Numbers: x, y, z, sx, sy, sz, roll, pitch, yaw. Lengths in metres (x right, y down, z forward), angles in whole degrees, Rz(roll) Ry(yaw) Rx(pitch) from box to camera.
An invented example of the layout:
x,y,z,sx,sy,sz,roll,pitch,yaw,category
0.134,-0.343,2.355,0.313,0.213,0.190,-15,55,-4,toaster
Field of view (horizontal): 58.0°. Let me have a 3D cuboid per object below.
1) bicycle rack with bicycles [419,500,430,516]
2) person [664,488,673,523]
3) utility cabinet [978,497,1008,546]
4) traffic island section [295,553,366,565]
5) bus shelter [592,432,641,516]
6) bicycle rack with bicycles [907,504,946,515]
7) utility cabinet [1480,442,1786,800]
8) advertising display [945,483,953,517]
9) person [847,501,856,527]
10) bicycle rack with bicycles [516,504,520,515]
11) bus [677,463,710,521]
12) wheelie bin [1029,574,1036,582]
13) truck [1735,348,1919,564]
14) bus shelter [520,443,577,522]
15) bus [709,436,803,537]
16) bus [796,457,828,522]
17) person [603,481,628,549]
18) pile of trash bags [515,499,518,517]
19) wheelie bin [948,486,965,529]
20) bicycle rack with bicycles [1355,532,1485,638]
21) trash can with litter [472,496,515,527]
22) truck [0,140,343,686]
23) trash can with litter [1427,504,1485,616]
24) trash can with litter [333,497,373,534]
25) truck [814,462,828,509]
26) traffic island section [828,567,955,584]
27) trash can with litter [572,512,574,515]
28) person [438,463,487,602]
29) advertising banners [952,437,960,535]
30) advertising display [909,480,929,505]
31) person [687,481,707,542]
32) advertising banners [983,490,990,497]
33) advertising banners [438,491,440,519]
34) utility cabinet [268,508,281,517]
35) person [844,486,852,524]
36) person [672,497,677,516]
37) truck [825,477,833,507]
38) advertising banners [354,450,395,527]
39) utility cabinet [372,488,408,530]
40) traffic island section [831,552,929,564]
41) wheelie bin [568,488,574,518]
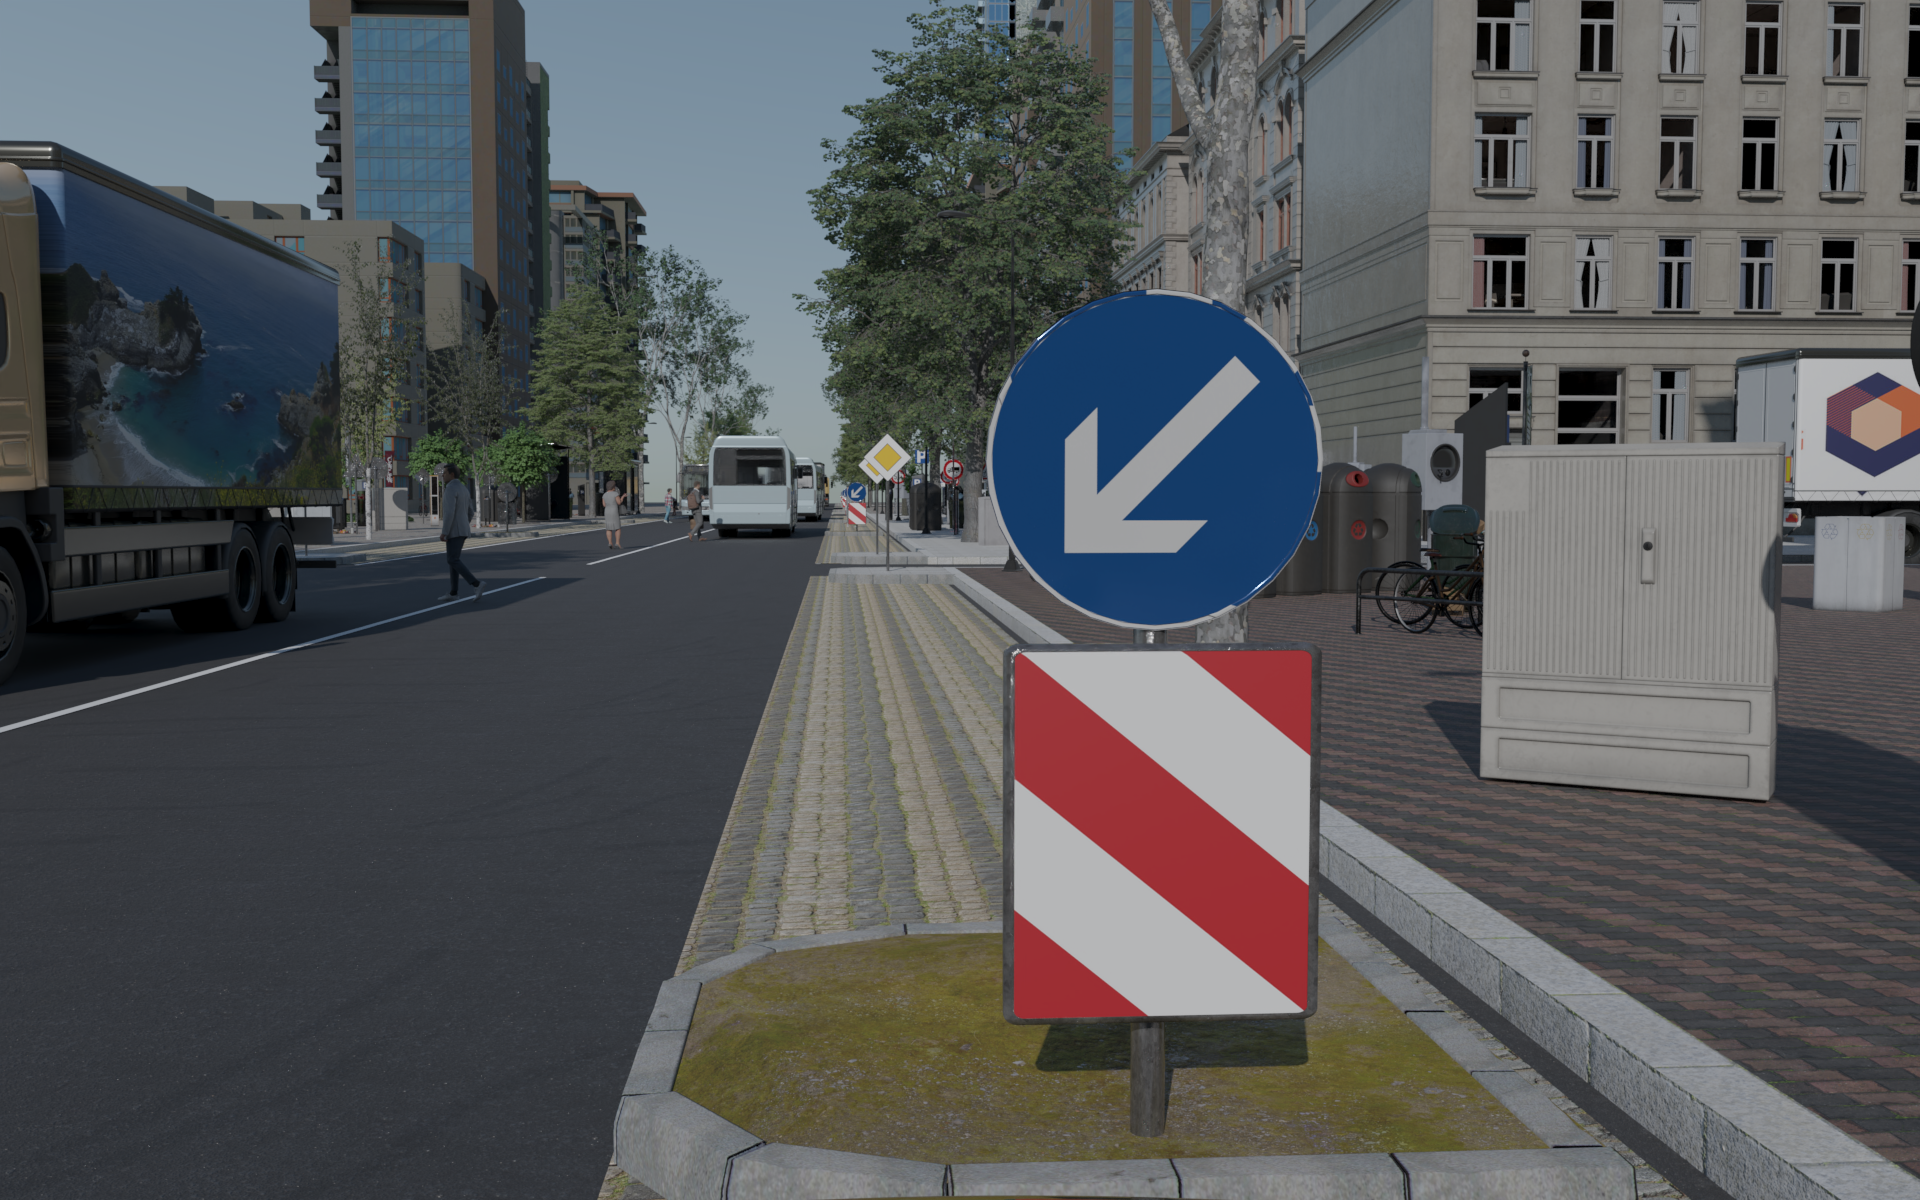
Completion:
x,y,z,sx,sy,sz,roll,pitch,yaw,category
-29.583,-5.249,99.207,2.852,0.926,2.925,-2,4,-28,bicycle rack with bicycles
-14.418,-4.659,85.514,0.643,1.720,0.563,-3,4,-36,person
0.941,-1.972,43.397,1.020,1.237,0.306,-3,4,-36,utility cabinet
-13.599,-0.838,35.979,2.009,0.180,2.903,0,4,-4,traffic island section
-20.827,-7.763,104.548,2.179,5.291,8.768,0,4,-4,bus shelter
-2.031,-5.659,105.911,2.925,0.926,2.852,-1,4,-10,bicycle rack with bicycles
2.892,0.072,7.500,1.173,1.500,0.318,2,4,30,utility cabinet
-0.596,-5.546,95.889,0.123,1.923,0.974,1,4,23,advertising display
-4.608,-3.754,74.127,0.590,1.304,0.306,3,5,44,person
-22.152,-4.712,90.423,2.925,0.926,2.852,-1,4,-9,bicycle rack with bicycles
-13.342,-6.127,95.043,2.948,3.499,13.247,0,4,-2,bus
1.392,-1.059,25.216,0.693,1.594,0.980,-1,4,-20,wheelie bin
21.549,-2.798,34.660,11.283,4.237,2.839,0,4,-3,truck
-19.579,-5.583,82.558,1.731,3.624,6.357,0,4,-4,bus shelter
-7.122,-4.057,61.188,2.948,3.499,13.247,0,4,-4,bus
-8.799,-6.031,93.467,2.948,3.499,13.247,0,4,-3,bus
-8.906,-2.211,45.004,0.716,1.782,0.532,2,4,26,person
-24.217,-5.393,97.929,1.912,1.369,3.447,-1,4,-14,pile of trash bags
-0.078,-3.462,64.508,0.693,1.594,0.980,-1,4,-21,wheelie bin
4.898,-0.153,15.879,2.852,0.926,2.925,-2,4,-35,bicycle rack with bicycles
-18.393,-3.445,67.386,1.678,1.210,2.233,-2,4,-31,trash can with litter
-8.512,-1.656,15.995,2.839,4.237,11.283,0,4,-4,truck
5.342,-0.440,18.584,0.624,1.170,1.055,1,4,18,trash can with litter
-20.189,-2.787,56.624,1.678,1.210,2.233,-2,4,-25,trash can with litter
-13.637,-10.331,157.823,2.839,4.237,11.283,0,4,-2,truck
-1.179,-0.401,28.836,2.009,0.180,2.903,0,4,-4,traffic island section
-23.353,-5.562,102.332,1.055,1.170,0.624,0,4,4,trash can with litter
-6.659,-0.905,23.147,0.795,1.843,0.661,1,4,11,person
-0.141,-3.558,54.368,0.090,3.025,2.074,0,4,5,advertising banners
-1.923,-4.652,81.274,0.974,1.923,0.123,-2,4,-28,advertising display
-7.982,-2.683,52.333,0.822,1.834,0.622,-3,5,-44,person
1.555,-3.776,57.918,2.074,3.025,0.090,3,5,44,advertising banners
-27.267,-5.771,90.539,0.090,3.025,2.074,-1,4,-18,advertising banners
-17.616,-2.159,43.975,1.173,1.500,0.318,-2,4,-30,utility cabinet
-5.265,-4.526,82.603,0.391,1.810,0.635,-2,4,-24,person
-18.698,-6.157,112.348,0.628,1.438,0.799,1,4,8,person
-16.359,-12.456,199.579,3.469,3.379,9.791,0,4,-4,truck
-23.252,-4.446,68.872,0.090,3.025,2.074,2,4,31,advertising banners
-20.234,-3.229,61.479,1.173,1.500,0.318,-2,4,-30,utility cabinet
-1.736,-0.888,36.802,2.009,0.180,2.903,0,4,-4,traffic island section
-21.200,-5.220,93.253,0.980,1.594,0.693,-3,5,-40,wheelie bin
